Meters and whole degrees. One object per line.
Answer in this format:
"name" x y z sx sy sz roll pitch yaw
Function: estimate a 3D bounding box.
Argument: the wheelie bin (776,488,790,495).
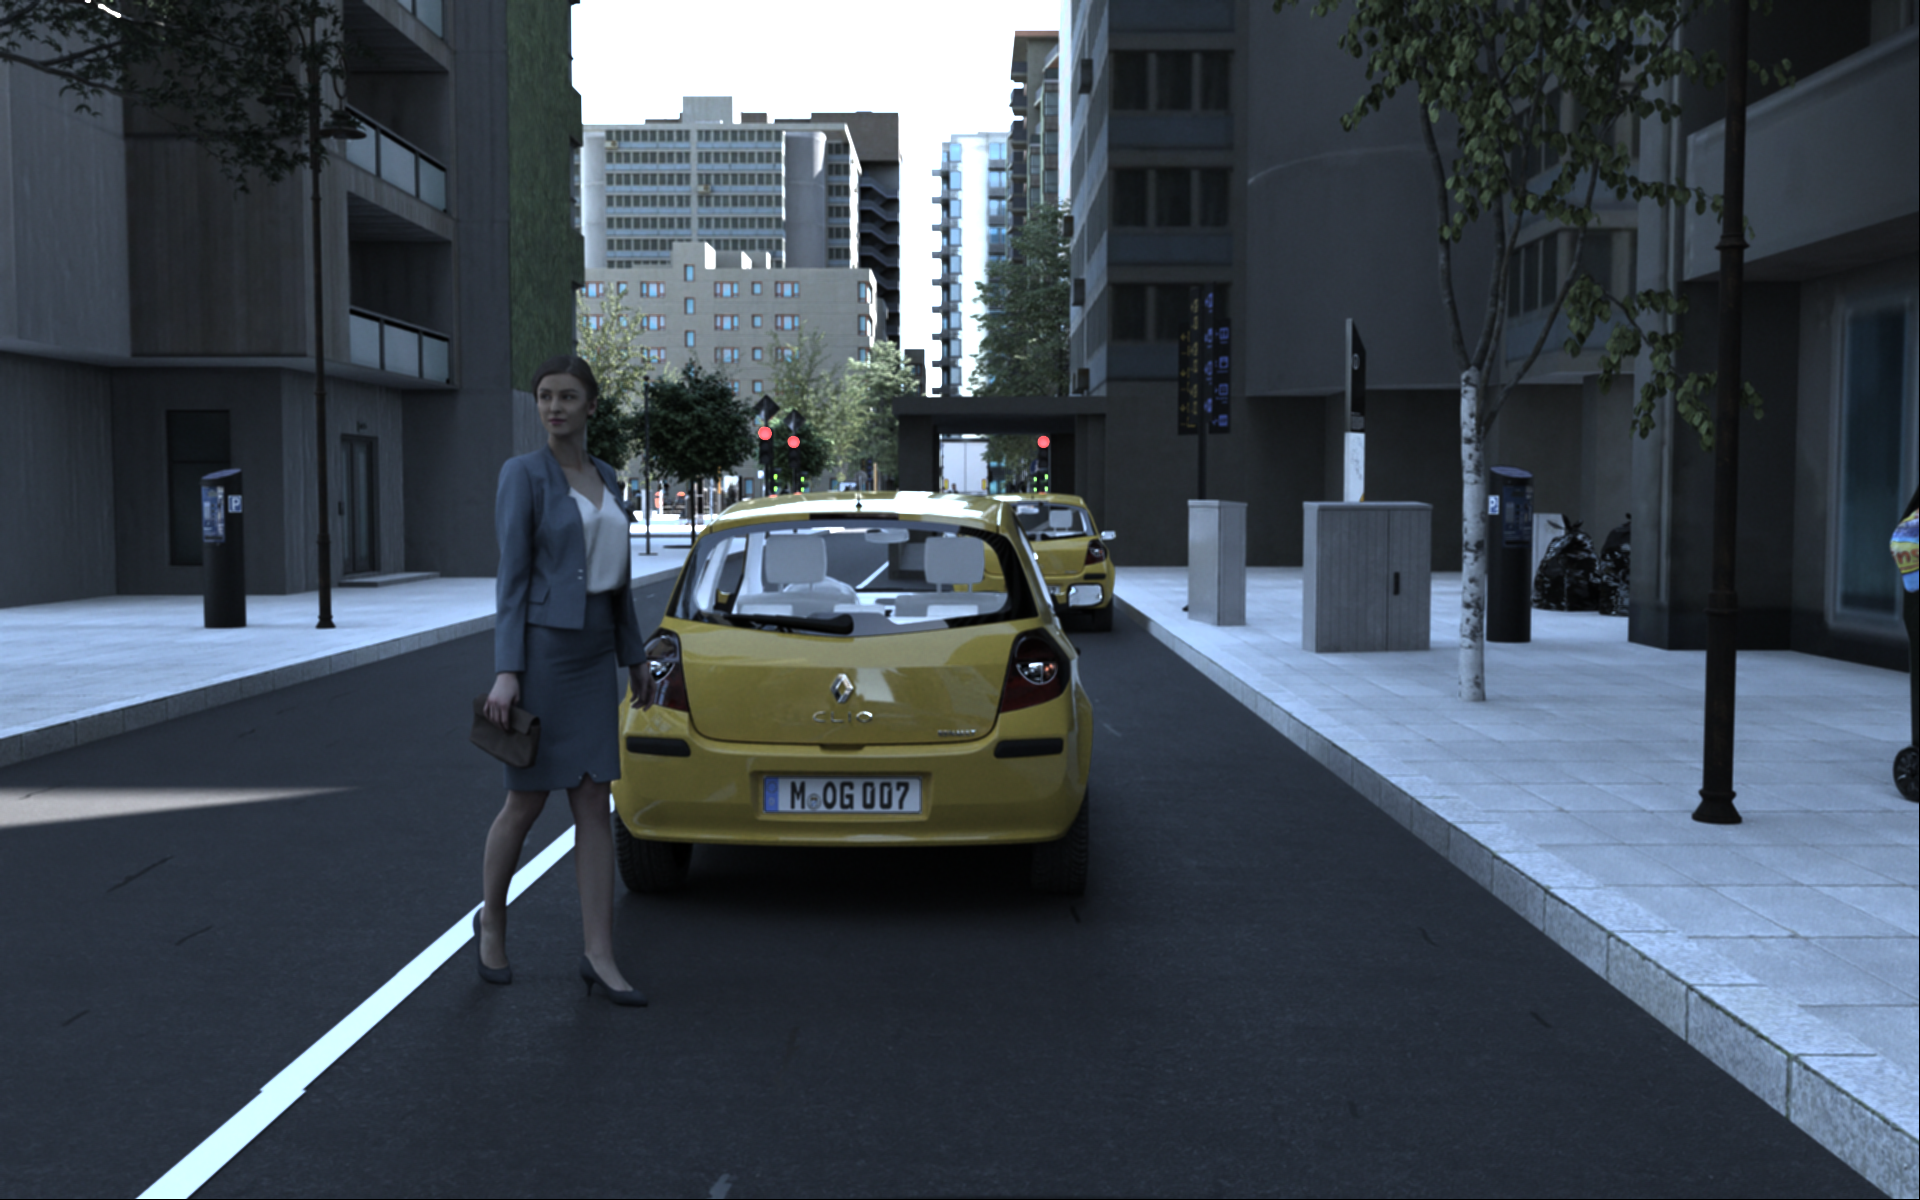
"wheelie bin" -8.159 -4.386 79.622 0.693 1.594 0.980 -1 4 -19

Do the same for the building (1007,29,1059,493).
"building" 15.687 -31.121 163.454 22.147 44.769 28.867 0 4 0

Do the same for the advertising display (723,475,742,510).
"advertising display" -7.723 -3.279 58.833 0.123 1.923 0.974 -3 5 -42

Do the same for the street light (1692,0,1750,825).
"street light" 2.976 -2.070 6.631 0.468 5.910 1.993 0 4 0

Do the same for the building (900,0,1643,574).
"building" 14.930 -20.978 34.874 32.217 40.220 23.993 0 4 0

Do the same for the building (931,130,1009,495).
"building" 11.475 -37.192 227.694 30.456 49.044 23.786 0 4 0

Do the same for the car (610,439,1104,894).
"car" -0.340 0.158 7.648 2.015 1.641 3.980 0 4 1

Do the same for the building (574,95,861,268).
"building" -22.891 -29.431 173.080 32.217 40.220 23.993 0 4 0

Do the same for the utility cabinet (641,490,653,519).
"utility cabinet" -15.635 -4.768 86.632 0.318 1.500 1.173 0 4 4

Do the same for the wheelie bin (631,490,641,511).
"wheelie bin" -24.333 -7.481 130.225 0.980 1.594 0.693 1 4 20

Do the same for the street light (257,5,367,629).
"street light" -6.076 -2.668 16.411 0.468 5.910 1.993 0 4 0

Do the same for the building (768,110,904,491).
"building" -13.766 -33.582 199.169 14.200 45.320 14.600 0 4 0

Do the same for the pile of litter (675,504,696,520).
"pile of litter" -13.493 -4.494 87.448 1.719 0.858 1.176 0 4 -6

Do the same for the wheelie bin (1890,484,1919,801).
"wheelie bin" 4.333 0.052 7.053 0.980 1.594 0.693 -1 4 -9

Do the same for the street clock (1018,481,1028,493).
"street clock" 3.490 -5.595 96.052 0.471 2.002 0.358 -2 4 -24

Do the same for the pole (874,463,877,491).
"pole" -5.528 -7.323 113.566 0.158 3.312 0.155 0 3 0

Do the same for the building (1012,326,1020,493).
"building" 12.536 -25.300 185.351 14.160 30.474 14.107 0 4 0

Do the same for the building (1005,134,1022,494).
"building" 12.230 -31.561 199.610 14.154 41.232 14.086 0 4 0

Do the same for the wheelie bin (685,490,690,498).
"wheelie bin" -20.104 -7.456 129.809 0.693 1.594 0.980 2 4 27

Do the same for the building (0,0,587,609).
"building" -13.855 -20.800 23.680 14.154 41.232 14.086 0 4 0

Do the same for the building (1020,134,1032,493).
"building" 12.458 -22.654 142.088 14.160 30.474 14.107 0 4 0

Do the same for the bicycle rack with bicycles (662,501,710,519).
"bicycle rack with bicycles" -14.102 -4.728 90.689 2.852 0.926 2.925 3 5 43

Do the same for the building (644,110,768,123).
"building" -28.265 -33.587 199.251 14.200 45.320 14.600 0 4 0

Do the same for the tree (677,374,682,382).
"tree" -16.745 -8.995 97.431 4.737 8.622 4.395 0 3 0

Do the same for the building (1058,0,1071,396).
"building" 12.699 -27.224 95.220 14.600 45.320 14.200 0 4 0

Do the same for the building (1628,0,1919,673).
"building" 16.414 -23.202 3.054 21.300 48.544 21.600 0 4 0

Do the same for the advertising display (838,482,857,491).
"advertising display" -5.887 -5.239 90.869 0.974 1.923 0.123 -1 4 -16

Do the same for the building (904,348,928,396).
"building" -19.012 -23.555 230.169 28.899 21.520 27.650 0 4 0

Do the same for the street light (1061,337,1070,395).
"street light" 3.096 -4.627 48.431 0.468 5.910 1.993 0 4 0

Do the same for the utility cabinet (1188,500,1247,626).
"utility cabinet" 2.567 -0.375 17.295 0.306 1.237 1.020 -1 4 -9

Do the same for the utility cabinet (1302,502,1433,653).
"utility cabinet" 3.338 -0.185 14.189 1.020 1.237 0.306 -1 4 -14

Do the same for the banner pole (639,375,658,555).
"banner pole" -6.534 -2.828 36.263 0.401 3.779 0.863 -1 4 -14

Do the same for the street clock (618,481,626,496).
"street clock" -18.191 -5.415 93.098 0.471 2.002 0.358 0 4 4

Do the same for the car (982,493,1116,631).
"car" 0.792 -0.570 19.544 2.015 1.641 3.980 0 4 1

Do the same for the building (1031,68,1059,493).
"building" 12.544 -21.377 121.208 14.160 30.474 14.107 0 4 0

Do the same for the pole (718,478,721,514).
"pole" -14.181 -6.619 102.068 0.158 3.312 0.155 0 3 0

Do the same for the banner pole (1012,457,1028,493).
"banner pole" 3.726 -6.907 102.949 0.863 3.779 0.401 3 5 42

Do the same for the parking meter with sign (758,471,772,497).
"parking meter with sign" -14.508 -8.219 130.634 0.543 3.016 1.738 2 4 28

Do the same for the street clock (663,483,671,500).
"street clock" -19.489 -6.762 115.121 0.471 2.002 0.358 1 4 16

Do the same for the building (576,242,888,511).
"building" -20.626 -18.484 147.245 27.650 21.520 28.899 0 4 0

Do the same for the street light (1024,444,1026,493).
"street light" 3.341 -7.140 89.522 0.468 5.910 1.993 0 4 0
